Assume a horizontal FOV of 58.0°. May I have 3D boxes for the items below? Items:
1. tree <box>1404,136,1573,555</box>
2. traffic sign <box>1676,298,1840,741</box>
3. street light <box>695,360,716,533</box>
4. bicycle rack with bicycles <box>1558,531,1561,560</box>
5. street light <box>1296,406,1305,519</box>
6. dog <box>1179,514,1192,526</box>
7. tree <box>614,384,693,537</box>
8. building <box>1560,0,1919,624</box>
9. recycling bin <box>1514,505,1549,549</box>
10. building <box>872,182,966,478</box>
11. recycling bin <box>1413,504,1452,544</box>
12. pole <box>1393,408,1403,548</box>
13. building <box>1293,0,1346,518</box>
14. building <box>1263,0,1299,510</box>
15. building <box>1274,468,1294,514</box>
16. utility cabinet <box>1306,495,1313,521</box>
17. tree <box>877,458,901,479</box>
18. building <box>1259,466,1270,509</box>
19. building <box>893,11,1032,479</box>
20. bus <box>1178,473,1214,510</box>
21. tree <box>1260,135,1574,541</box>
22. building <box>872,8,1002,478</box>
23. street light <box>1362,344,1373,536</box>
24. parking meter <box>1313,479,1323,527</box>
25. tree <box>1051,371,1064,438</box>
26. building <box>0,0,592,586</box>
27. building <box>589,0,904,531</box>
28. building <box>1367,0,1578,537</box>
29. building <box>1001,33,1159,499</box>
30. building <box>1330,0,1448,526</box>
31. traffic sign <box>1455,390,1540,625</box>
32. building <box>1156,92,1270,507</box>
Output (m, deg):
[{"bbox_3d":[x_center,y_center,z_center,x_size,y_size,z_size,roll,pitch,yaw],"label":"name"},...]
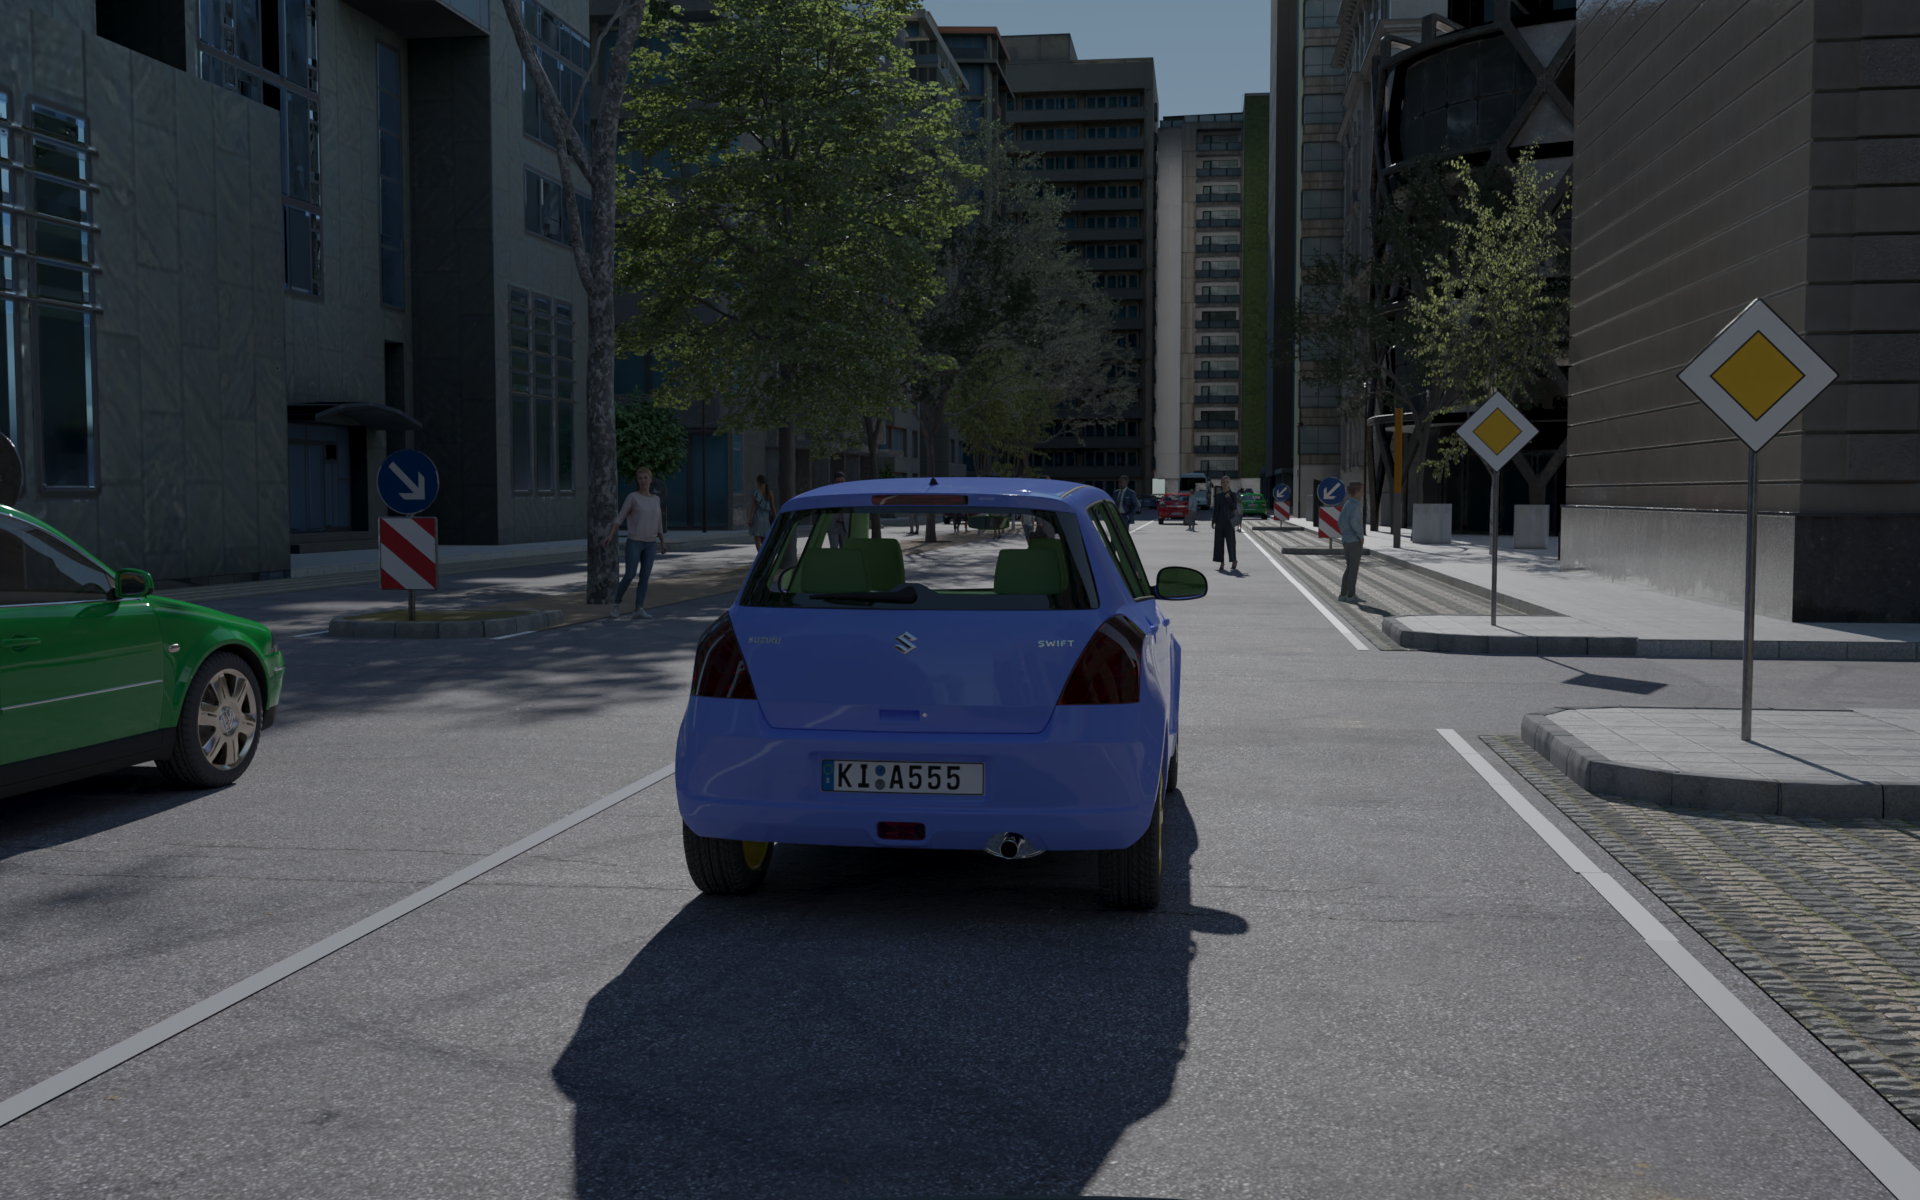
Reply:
[{"bbox_3d":[11.322,-5.273,36.570,4.360,8.622,3.978,0,3,0],"label":"tree"},{"bbox_3d":[4.093,-0.325,8.962,0.795,2.450,0.064,0,4,8],"label":"traffic sign"},{"bbox_3d":[-8.499,-5.178,57.443,0.468,5.910,1.993,0,4,8],"label":"street light"},{"bbox_3d":[12.818,-1.226,33.428,2.852,0.926,2.925,-2,4,-34],"label":"bicycle rack with bicycles"},{"bbox_3d":[17.772,-7.206,90.600,0.468,5.910,1.993,0,4,8],"label":"street light"},{"bbox_3d":[10.252,-3.775,78.564,0.800,0.831,0.513,1,4,17],"label":"dog"},{"bbox_3d":[-9.634,-4.166,51.834,4.285,4.588,4.351,0,3,0],"label":"tree"},{"bbox_3d":[21.097,-13.644,20.345,25.104,27.353,12.463,0,4,8],"label":"building"},{"bbox_3d":[13.403,-1.716,40.612,0.722,1.027,0.722,2,4,24],"label":"recycling bin"},{"bbox_3d":[-15.259,-16.263,110.938,27.650,21.520,28.899,0,4,8],"label":"building"},{"bbox_3d":[12.257,-1.983,44.968,0.722,1.027,0.722,-2,4,-25],"label":"recycling bin"},{"bbox_3d":[10.410,-2.895,41.168,0.158,3.312,0.155,0,3,0],"label":"pole"},{"bbox_3d":[26.265,-25.385,98.637,14.154,41.232,14.086,0,4,8],"label":"building"},{"bbox_3d":[31.716,-29.805,137.416,14.600,45.320,14.200,0,4,8],"label":"building"},{"bbox_3d":[38.014,-25.993,116.864,32.217,40.220,23.993,0,4,8],"label":"building"},{"bbox_3d":[16.597,-4.301,81.480,0.306,1.237,1.020,-1,4,-10],"label":"utility cabinet"},{"bbox_3d":[-3.856,-5.940,91.726,1.663,3.219,1.824,0,3,0],"label":"tree"},{"bbox_3d":[37.586,-43.737,153.344,20.563,71.187,20.611,0,4,8],"label":"building"},{"bbox_3d":[-8.505,-30.932,160.369,28.867,44.769,22.147,0,4,8],"label":"building"},{"bbox_3d":[21.604,-10.028,158.810,2.948,3.499,13.247,1,4,10],"label":"bus"},{"bbox_3d":[12.227,-6.829,46.062,8.767,10.594,7.601,0,4,7],"label":"tree"},{"bbox_3d":[-13.078,-27.210,136.768,32.217,40.220,23.993,0,4,8],"label":"building"},{"bbox_3d":[12.479,-4.923,53.285,0.468,5.910,1.993,0,4,8],"label":"street light"},{"bbox_3d":[13.996,-3.784,67.577,0.399,1.863,0.255,0,4,-2],"label":"parking meter"},{"bbox_3d":[2.152,-7.119,69.218,4.737,8.622,4.395,0,3,0],"label":"tree"},{"bbox_3d":[-21.775,-44.083,33.433,22.319,86.520,31.000,0,4,8],"label":"building"},{"bbox_3d":[-15.570,-27.715,72.741,23.786,49.044,30.456,0,4,8],"label":"building"},{"bbox_3d":[22.073,-11.608,57.250,16.820,18.784,16.811,0,4,8],"label":"building"},{"bbox_3d":[10.478,-34.443,186.849,21.600,48.544,21.300,0,4,8],"label":"building"},{"bbox_3d":[24.400,-17.773,77.981,14.401,28.519,23.554,0,4,8],"label":"building"},{"bbox_3d":[5.212,-0.809,16.869,0.795,2.450,0.064,0,4,8],"label":"traffic sign"},{"bbox_3d":[27.566,-30.391,180.493,14.086,41.232,14.154,0,4,8],"label":"building"}]
